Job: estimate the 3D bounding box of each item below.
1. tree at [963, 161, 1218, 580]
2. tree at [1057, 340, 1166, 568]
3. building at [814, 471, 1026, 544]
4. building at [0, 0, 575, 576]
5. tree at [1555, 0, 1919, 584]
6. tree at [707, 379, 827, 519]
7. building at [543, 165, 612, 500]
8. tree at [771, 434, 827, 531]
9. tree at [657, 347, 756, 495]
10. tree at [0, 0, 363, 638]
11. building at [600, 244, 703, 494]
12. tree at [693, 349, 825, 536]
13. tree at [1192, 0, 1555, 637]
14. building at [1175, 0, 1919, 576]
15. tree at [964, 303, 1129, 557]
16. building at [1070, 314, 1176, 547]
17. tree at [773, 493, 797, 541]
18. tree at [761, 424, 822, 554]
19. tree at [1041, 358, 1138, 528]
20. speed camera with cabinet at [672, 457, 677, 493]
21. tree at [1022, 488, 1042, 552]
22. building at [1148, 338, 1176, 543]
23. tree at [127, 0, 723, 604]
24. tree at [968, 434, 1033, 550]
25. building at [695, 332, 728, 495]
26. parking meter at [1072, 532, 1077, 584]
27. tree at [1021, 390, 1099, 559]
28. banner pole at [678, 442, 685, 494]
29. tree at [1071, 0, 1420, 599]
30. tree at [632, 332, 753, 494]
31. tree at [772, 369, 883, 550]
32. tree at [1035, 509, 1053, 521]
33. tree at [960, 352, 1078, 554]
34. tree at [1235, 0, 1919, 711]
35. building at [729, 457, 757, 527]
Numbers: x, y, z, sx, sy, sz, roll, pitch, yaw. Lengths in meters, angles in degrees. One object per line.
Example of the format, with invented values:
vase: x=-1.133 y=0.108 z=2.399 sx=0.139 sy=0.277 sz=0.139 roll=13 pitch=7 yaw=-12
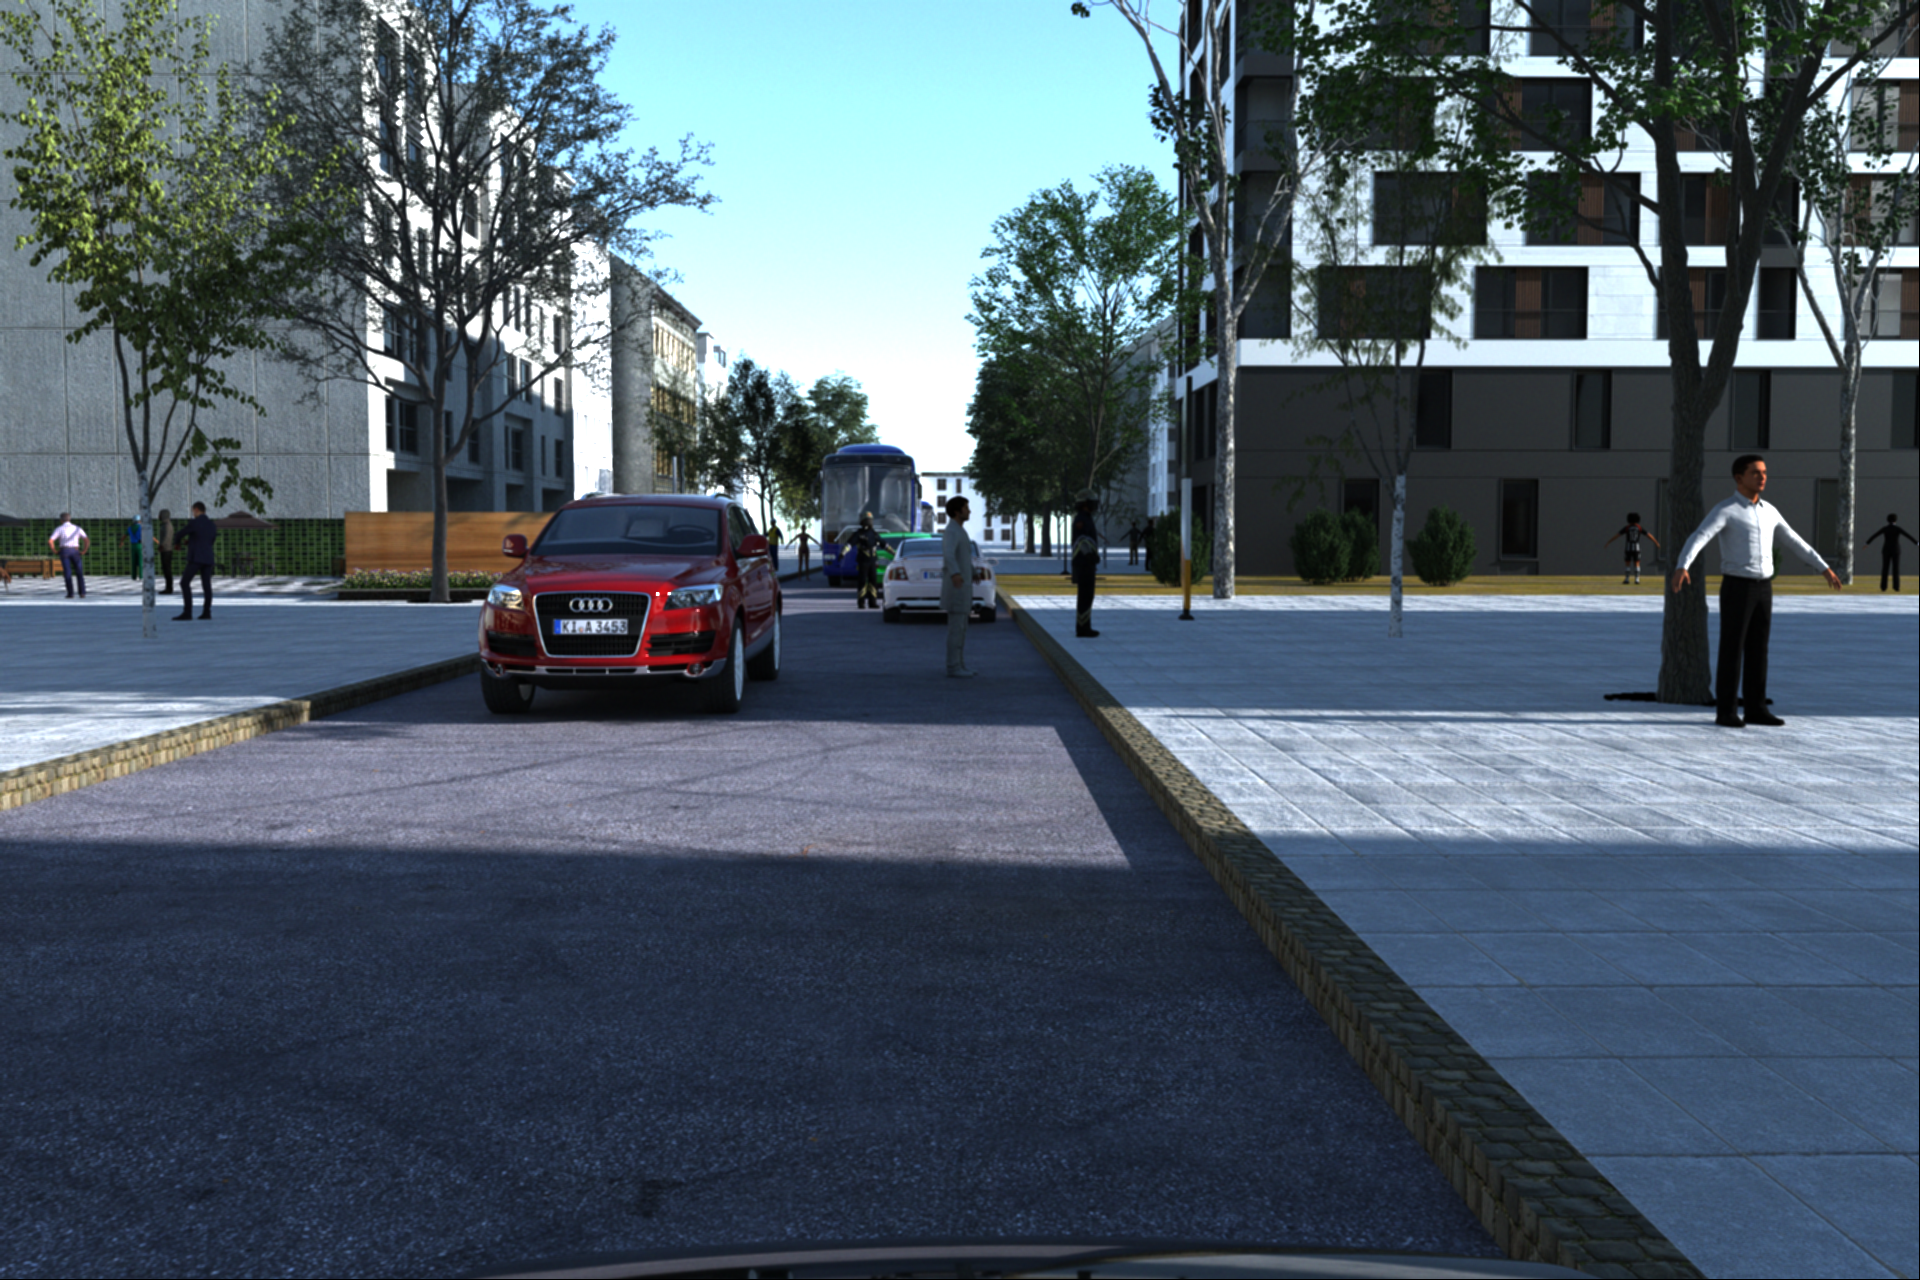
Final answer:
tree: x=3.693 y=-7.513 z=48.599 sx=9.928 sy=11.665 sz=9.643 roll=0 pitch=3 yaw=0
tree: x=5.416 y=-7.017 z=65.097 sx=4.360 sy=8.622 sz=3.978 roll=0 pitch=3 yaw=0
building: x=-5.086 y=-17.512 z=230.930 sx=28.070 sy=9.664 sz=9.099 roll=0 pitch=4 yaw=3
building: x=-26.789 y=-12.336 z=68.145 sx=16.747 sy=18.905 sz=31.486 roll=0 pitch=4 yaw=-1
tree: x=21.257 y=-11.526 z=44.345 sx=12.611 sy=20.169 sz=13.585 roll=0 pitch=3 yaw=0
tree: x=-11.016 y=-10.124 z=99.938 sx=7.601 sy=10.594 sz=8.767 roll=1 pitch=4 yaw=10
building: x=-25.556 y=-14.301 z=90.244 sx=16.016 sy=20.090 sz=11.380 roll=0 pitch=4 yaw=-1
tree: x=-10.621 y=-10.400 z=120.398 sx=4.360 sy=8.622 sz=3.978 roll=0 pitch=3 yaw=0
tree: x=-9.853 y=-7.211 z=68.266 sx=4.360 sy=8.622 sz=3.978 roll=0 pitch=3 yaw=0
tree: x=-9.789 y=-4.324 z=21.055 sx=4.737 sy=8.622 sz=4.395 roll=0 pitch=3 yaw=0
building: x=-28.060 y=-17.369 z=114.904 sx=19.493 sy=23.208 sz=18.063 roll=0 pitch=4 yaw=0
tree: x=-10.175 y=-9.378 z=87.738 sx=7.601 sy=10.594 sz=8.767 roll=0 pitch=4 yaw=-1
tree: x=5.514 y=-4.327 z=21.111 sx=4.360 sy=8.622 sz=3.978 roll=0 pitch=3 yaw=0
building: x=22.192 y=-13.761 z=68.973 sx=27.936 sy=21.610 sz=32.646 roll=0 pitch=4 yaw=-1
tree: x=4.899 y=-11.668 z=97.435 sx=9.857 sy=13.997 sz=8.962 roll=0 pitch=3 yaw=0
building: x=21.330 y=-21.145 z=176.652 sx=19.493 sy=23.208 sz=18.063 roll=0 pitch=4 yaw=-1
tree: x=-22.797 y=-17.099 z=229.923 sx=4.737 sy=8.622 sz=4.395 roll=0 pitch=3 yaw=0
tree: x=-10.708 y=-9.807 z=110.704 sx=4.737 sy=8.622 sz=4.395 roll=0 pitch=3 yaw=0
tree: x=5.449 y=-7.333 z=70.256 sx=4.360 sy=8.622 sz=3.978 roll=0 pitch=3 yaw=0
speed camera with cabinet: x=-7.472 y=-3.099 z=45.008 sx=0.660 sy=3.252 sz=2.038 roll=0 pitch=4 yaw=1
tree: x=4.763 y=-10.641 z=124.341 sx=4.737 sy=8.622 sz=4.395 roll=0 pitch=3 yaw=0
building: x=23.211 y=-18.875 z=165.031 sx=16.016 sy=20.090 sz=11.380 roll=0 pitch=3 yaw=0
tree: x=-9.596 y=-7.440 z=32.012 sx=12.009 sy=13.543 sz=11.850 roll=0 pitch=3 yaw=0
tree: x=4.376 y=-12.988 z=138.103 sx=9.928 sy=11.665 sz=9.643 roll=0 pitch=3 yaw=0
building: x=-28.470 y=-18.766 z=163.251 sx=16.016 sy=20.090 sz=11.380 roll=0 pitch=4 yaw=0
parking meter: x=3.056 y=-2.205 z=44.464 sx=0.372 sy=1.533 sz=0.369 roll=0 pitch=3 yaw=0
tree: x=5.008 y=-8.386 z=87.468 sx=4.360 sy=8.622 sz=3.978 roll=0 pitch=3 yaw=0
banner pole: x=-7.560 y=-3.500 z=47.243 sx=0.401 sy=3.779 sz=0.863 roll=0 pitch=4 yaw=1
tree: x=6.368 y=-10.820 z=32.794 sx=12.611 sy=20.169 sz=13.585 roll=0 pitch=3 yaw=0
tree: x=-10.293 y=-6.897 z=63.131 sx=4.360 sy=8.622 sz=3.978 roll=0 pitch=3 yaw=0
tree: x=-10.674 y=-13.983 z=135.271 sx=9.857 sy=13.997 sz=8.962 roll=0 pitch=3 yaw=0
tree: x=11.762 y=-17.377 z=234.470 sx=4.737 sy=8.622 sz=4.395 roll=0 pitch=3 yaw=0
tree: x=4.608 y=-12.687 z=114.092 sx=9.857 sy=13.997 sz=8.962 roll=0 pitch=3 yaw=0
tree: x=5.686 y=-5.332 z=12.931 sx=9.928 sy=11.665 sz=9.643 roll=0 pitch=3 yaw=0
building: x=-28.031 y=-15.873 z=201.674 sx=9.099 sy=9.664 sz=28.070 roll=0 pitch=4 yaw=-1
